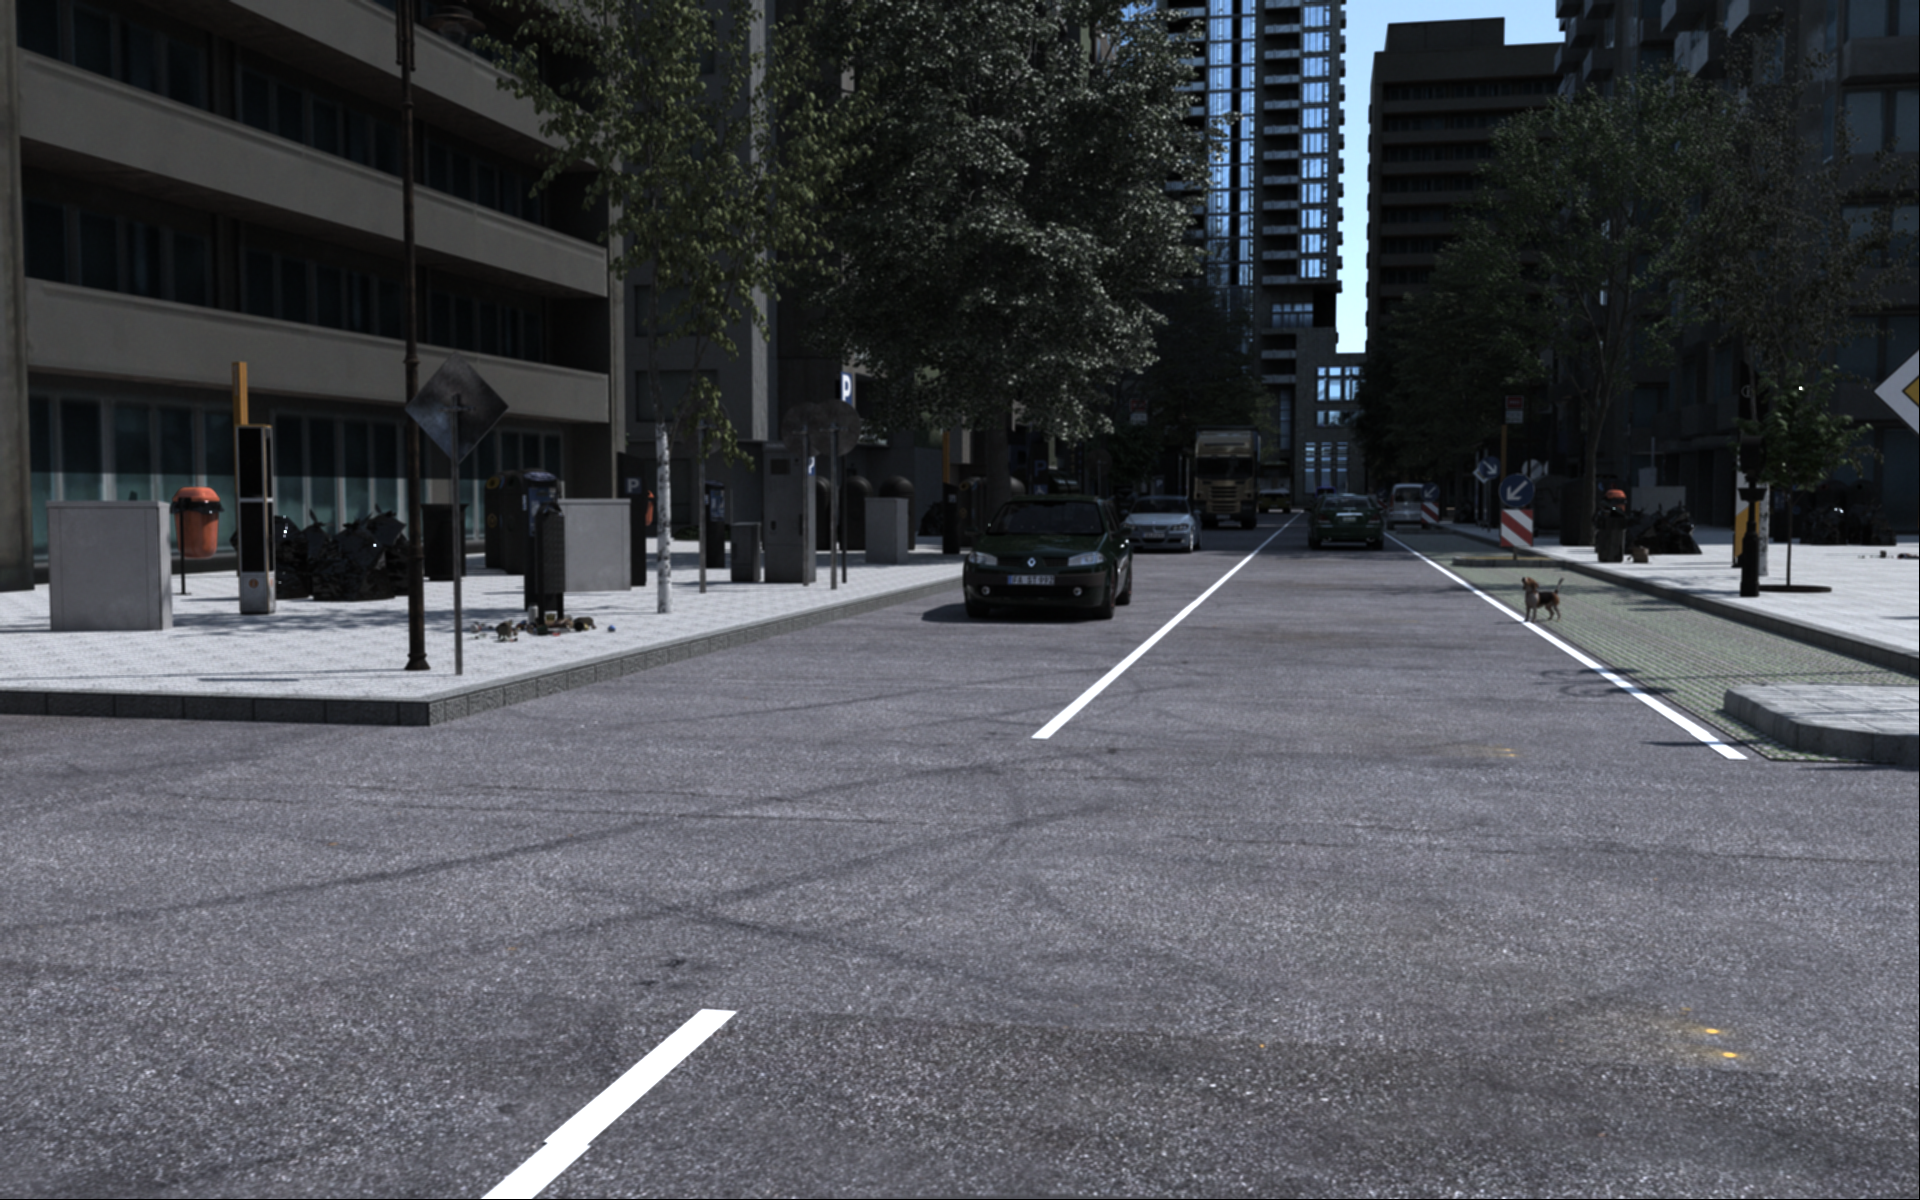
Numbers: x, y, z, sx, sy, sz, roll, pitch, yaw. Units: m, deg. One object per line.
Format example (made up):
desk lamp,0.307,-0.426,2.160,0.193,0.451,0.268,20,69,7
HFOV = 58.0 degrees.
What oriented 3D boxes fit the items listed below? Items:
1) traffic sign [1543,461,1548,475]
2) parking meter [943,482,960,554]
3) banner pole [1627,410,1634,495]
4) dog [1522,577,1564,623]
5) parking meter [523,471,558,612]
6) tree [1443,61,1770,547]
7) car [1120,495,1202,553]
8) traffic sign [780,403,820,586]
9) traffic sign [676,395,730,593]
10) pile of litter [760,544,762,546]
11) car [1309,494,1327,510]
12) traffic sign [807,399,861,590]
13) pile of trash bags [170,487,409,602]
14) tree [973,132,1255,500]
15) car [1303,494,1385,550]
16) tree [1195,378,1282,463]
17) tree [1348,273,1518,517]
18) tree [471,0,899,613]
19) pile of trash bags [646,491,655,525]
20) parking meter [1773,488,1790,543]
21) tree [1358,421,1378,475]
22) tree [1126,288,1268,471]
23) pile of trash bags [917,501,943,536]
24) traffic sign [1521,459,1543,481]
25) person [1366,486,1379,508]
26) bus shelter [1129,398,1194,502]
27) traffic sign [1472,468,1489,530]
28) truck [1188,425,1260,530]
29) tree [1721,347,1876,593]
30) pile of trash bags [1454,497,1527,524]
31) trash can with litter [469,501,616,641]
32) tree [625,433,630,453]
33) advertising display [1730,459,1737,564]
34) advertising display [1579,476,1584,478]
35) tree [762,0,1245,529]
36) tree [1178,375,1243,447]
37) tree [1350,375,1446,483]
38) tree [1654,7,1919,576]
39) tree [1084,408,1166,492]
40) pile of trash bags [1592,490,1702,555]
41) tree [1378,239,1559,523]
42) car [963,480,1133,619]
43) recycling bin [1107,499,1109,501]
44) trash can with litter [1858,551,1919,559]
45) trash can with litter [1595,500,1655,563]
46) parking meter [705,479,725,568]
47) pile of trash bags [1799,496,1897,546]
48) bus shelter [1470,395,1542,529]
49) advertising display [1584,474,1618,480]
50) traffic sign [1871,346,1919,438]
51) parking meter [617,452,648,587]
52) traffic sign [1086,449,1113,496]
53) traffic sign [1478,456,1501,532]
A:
traffic sign,21.101,-3.757,61.531,0.768,2.556,0.104,1,4,12
parking meter,-0.188,-1.756,37.126,0.372,1.533,0.369,0,3,0
banner pole,19.917,-3.765,51.567,0.401,3.779,0.863,2,4,28
dog,6.522,-0.006,19.384,0.406,0.507,0.540,2,4,24
parking meter,-4.603,-0.649,19.024,0.372,1.533,0.369,0,3,0
tree,15.564,-7.117,42.111,9.928,11.665,9.643,0,3,0
car,5.091,-1.929,43.535,2.014,1.417,4.499,1,4,12
traffic sign,-2.154,-1.470,24.134,0.768,2.556,0.104,1,4,17
traffic sign,-3.331,-1.361,22.354,0.768,2.556,0.104,1,4,16
pile of litter,-4.203,-1.782,43.099,1.719,0.858,1.176,-1,4,-22
car,19.114,-4.755,89.540,2.131,1.459,4.920,1,4,11
traffic sign,-1.698,-1.413,23.216,0.768,2.556,0.104,1,4,15
pile of trash bags,-8.491,-0.738,21.814,3.447,1.369,1.912,1,4,18
tree,4.873,-9.019,57.826,12.009,13.543,11.850,0,3,0
car,10.189,-2.083,45.858,2.131,1.459,4.920,1,4,10
tree,24.477,-13.899,152.997,9.928,11.665,9.643,0,3,0
tree,27.112,-11.643,97.015,9.857,13.997,8.962,0,3,0
tree,-2.944,-4.161,18.401,4.737,8.622,4.395,0,3,0
pile of trash bags,-9.678,-2.179,45.372,3.447,1.369,1.912,-2,4,-27
parking meter,21.803,-2.296,45.946,0.372,1.533,0.369,0,3,0
tree,37.512,-14.049,147.830,7.486,12.596,7.792,0,3,0
tree,13.028,-10.813,94.926,7.486,12.596,7.792,0,3,0
pile of trash bags,0.134,-2.700,53.900,1.912,1.369,3.447,2,4,25
traffic sign,20.959,-3.878,63.504,0.768,2.556,0.104,1,4,13
person,14.512,-3.187,61.354,0.466,1.731,0.760,-3,5,-43
bus shelter,8.720,-5.963,75.131,2.179,5.291,8.768,1,4,12
traffic sign,18.592,-3.690,61.509,0.795,2.450,0.064,1,4,19
truck,11.306,-5.147,73.068,2.839,4.237,11.283,1,4,11
tree,11.018,-1.740,23.058,1.663,3.219,1.824,0,3,0
pile of trash bags,23.155,-3.996,75.082,3.447,1.369,1.912,1,4,21
trash can with litter,-4.052,-0.308,16.099,1.678,1.210,2.233,0,4,7
tree,-9.696,-3.269,48.048,1.663,3.219,1.824,0,3,0
advertising display,14.640,-1.648,32.159,0.974,1.923,0.123,-2,4,-35
advertising display,22.218,-3.400,60.804,0.974,1.923,0.123,1,4,22
tree,0.760,-7.831,34.693,9.857,13.997,8.962,0,3,0
tree,16.012,-9.880,111.895,4.360,8.622,3.978,0,3,0
tree,30.223,-11.101,115.913,8.767,10.594,7.601,1,4,21
tree,12.553,-4.663,26.607,4.360,8.622,3.978,0,3,0
tree,6.223,-5.057,66.393,4.285,4.588,4.351,0,3,0
pile of trash bags,14.860,-1.734,38.110,1.912,1.369,3.447,0,4,1
tree,22.827,-9.747,77.490,7.486,12.596,7.792,0,3,0
car,1.142,-0.699,21.213,2.009,1.686,4.222,1,4,10
recycling bin,7.528,-4.451,85.321,0.722,1.027,0.722,-3,5,-43
trash can with litter,19.195,-1.440,34.607,2.233,1.210,1.678,1,4,22
trash can with litter,12.459,-1.289,32.454,1.055,1.170,0.624,1,4,21
parking meter,-4.263,-1.320,29.994,0.372,1.533,0.369,0,3,0
pile of trash bags,23.026,-2.063,43.490,3.447,1.369,1.912,2,4,24
bus shelter,21.327,-5.542,68.246,2.179,5.291,8.768,1,4,12
advertising display,20.880,-3.129,56.369,0.974,1.923,0.123,3,5,42
traffic sign,5.789,-0.404,10.246,0.795,2.450,0.064,1,4,12
parking meter,-4.552,-1.125,24.098,0.399,1.863,0.255,-1,4,-21
traffic sign,3.905,-2.976,48.763,0.768,2.556,0.104,1,4,19
traffic sign,17.824,-3.559,58.290,0.768,2.556,0.104,1,4,15
